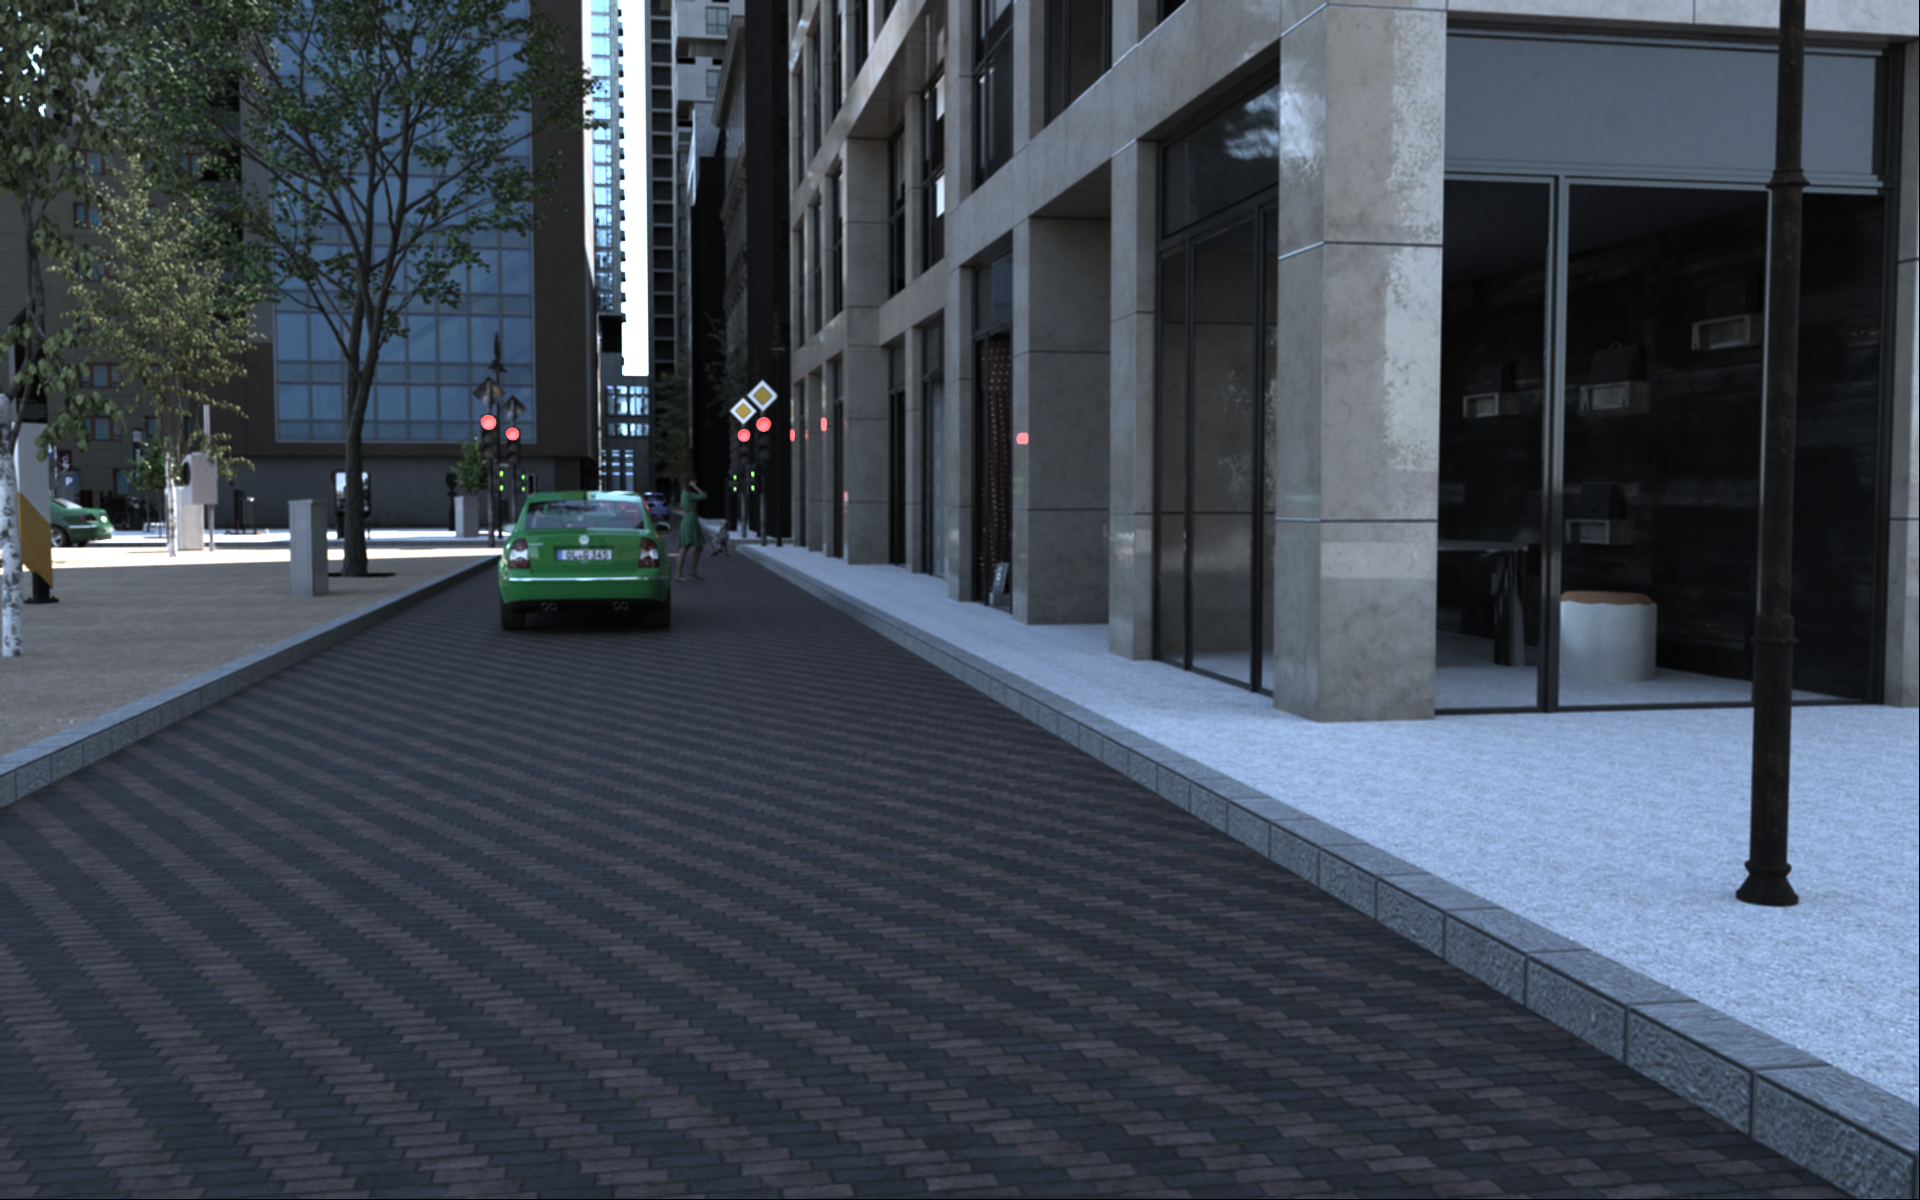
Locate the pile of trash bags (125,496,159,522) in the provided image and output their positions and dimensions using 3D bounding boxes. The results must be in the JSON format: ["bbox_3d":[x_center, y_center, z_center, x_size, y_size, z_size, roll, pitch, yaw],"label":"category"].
[{"bbox_3d":[-37.580,-4.302,80.097,3.447,1.369,1.912,-3,4,-37],"label":"pile of trash bags"}]

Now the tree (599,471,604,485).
[{"bbox_3d":[-36.412,-11.313,168.687,4.285,4.588,4.351,0,3,0],"label":"tree"}]

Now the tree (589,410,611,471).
[{"bbox_3d":[-26.010,-10.262,118.148,4.360,8.622,3.978,0,3,0],"label":"tree"}]

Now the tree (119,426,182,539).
[{"bbox_3d":[-23.044,-3.378,49.836,1.663,3.219,1.824,0,3,0],"label":"tree"}]

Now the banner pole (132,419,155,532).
[{"bbox_3d":[-27.252,-4.139,57.693,0.401,3.779,0.863,1,4,14],"label":"banner pole"}]

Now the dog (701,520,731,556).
[{"bbox_3d":[-5.710,-1.435,40.291,0.800,0.831,0.513,-1,4,-12],"label":"dog"}]

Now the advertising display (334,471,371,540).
[{"bbox_3d":[-17.064,-2.658,48.679,0.974,1.923,0.123,0,4,0],"label":"advertising display"}]

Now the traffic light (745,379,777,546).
[{"bbox_3d":[-4.866,-3.284,42.619,0.839,4.253,0.868,-1,4,-10],"label":"traffic light"}]

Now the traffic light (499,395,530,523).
[{"bbox_3d":[-12.673,-3.692,49.280,0.839,4.253,0.868,-1,4,-10],"label":"traffic light"}]

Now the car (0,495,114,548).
[{"bbox_3d":[-23.980,-1.938,43.477,4.920,1.459,2.131,-1,4,-10],"label":"car"}]

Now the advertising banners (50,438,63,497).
[{"bbox_3d":[-28.437,-3.557,54.353,0.090,3.025,2.074,-2,4,-34],"label":"advertising banners"}]

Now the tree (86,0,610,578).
[{"bbox_3d":[-9.261,-6.173,26.685,9.928,11.665,9.643,0,3,0],"label":"tree"}]

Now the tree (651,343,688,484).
[{"bbox_3d":[-19.443,-12.951,129.879,7.486,12.596,7.792,0,3,0],"label":"tree"}]

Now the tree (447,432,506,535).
[{"bbox_3d":[-15.084,-3.627,53.907,1.663,3.219,1.824,0,3,0],"label":"tree"}]

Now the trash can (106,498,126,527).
[{"bbox_3d":[-33.289,-3.468,68.351,0.748,1.137,0.748,0,3,0],"label":"trash can"}]

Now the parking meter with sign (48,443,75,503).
[{"bbox_3d":[-30.224,-3.796,58.332,1.738,3.016,0.543,2,4,30],"label":"parking meter with sign"}]

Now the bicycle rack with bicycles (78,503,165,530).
[{"bbox_3d":[-31.970,-3.249,66.499,2.852,0.926,2.925,0,4,-6],"label":"bicycle rack with bicycles"}]

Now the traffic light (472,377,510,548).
[{"bbox_3d":[-11.216,-3.211,41.428,0.839,4.253,0.868,-1,4,-10],"label":"traffic light"}]

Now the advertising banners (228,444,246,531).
[{"bbox_3d":[-25.519,-3.970,61.103,0.090,3.025,2.074,-1,4,-9],"label":"advertising banners"}]

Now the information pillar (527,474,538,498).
[{"bbox_3d":[-15.800,-3.641,64.027,0.304,2.012,0.304,0,4,6],"label":"information pillar"}]

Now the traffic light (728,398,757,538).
[{"bbox_3d":[-6.323,-3.765,50.470,0.839,4.253,0.868,-1,4,-10],"label":"traffic light"}]

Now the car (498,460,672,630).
[{"bbox_3d":[-4.255,-0.670,19.748,1.959,1.807,4.718,-1,4,-11],"label":"car"}]

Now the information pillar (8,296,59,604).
[{"bbox_3d":[-10.820,-1.763,20.178,0.183,3.616,0.504,1,4,14],"label":"information pillar"}]

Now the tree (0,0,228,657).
[{"bbox_3d":[-7.557,-3.844,13.219,4.737,8.622,4.395,0,3,0],"label":"tree"}]

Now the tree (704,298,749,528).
[{"bbox_3d":[-7.812,-7.019,65.123,4.360,8.622,3.978,0,3,0],"label":"tree"}]

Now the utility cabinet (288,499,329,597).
[{"bbox_3d":[-8.292,-0.666,22.046,0.306,1.237,1.020,-1,4,-10],"label":"utility cabinet"}]

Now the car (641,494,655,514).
[{"bbox_3d":[-11.832,-3.179,61.011,2.155,1.783,4.494,-1,4,-10],"label":"car"}]

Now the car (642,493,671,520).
[{"bbox_3d":[-16.943,-5.270,95.749,1.945,1.707,3.694,-1,4,-9],"label":"car"}]

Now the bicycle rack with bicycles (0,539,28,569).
[{"bbox_3d":[-17.044,-0.958,29.038,2.925,0.926,2.852,1,4,19],"label":"bicycle rack with bicycles"}]

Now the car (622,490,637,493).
[{"bbox_3d":[-33.315,-10.143,174.504,2.281,1.827,5.304,-1,4,-8],"label":"car"}]

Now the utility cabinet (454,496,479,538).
[{"bbox_3d":[-14.532,-2.438,51.022,0.306,1.237,1.020,1,4,9],"label":"utility cabinet"}]

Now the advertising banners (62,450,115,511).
[{"bbox_3d":[-34.885,-4.463,69.162,2.074,3.025,0.090,-3,5,-43],"label":"advertising banners"}]

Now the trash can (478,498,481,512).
[{"bbox_3d":[-15.954,-2.732,56.320,0.748,1.137,0.748,0,3,0],"label":"trash can"}]
